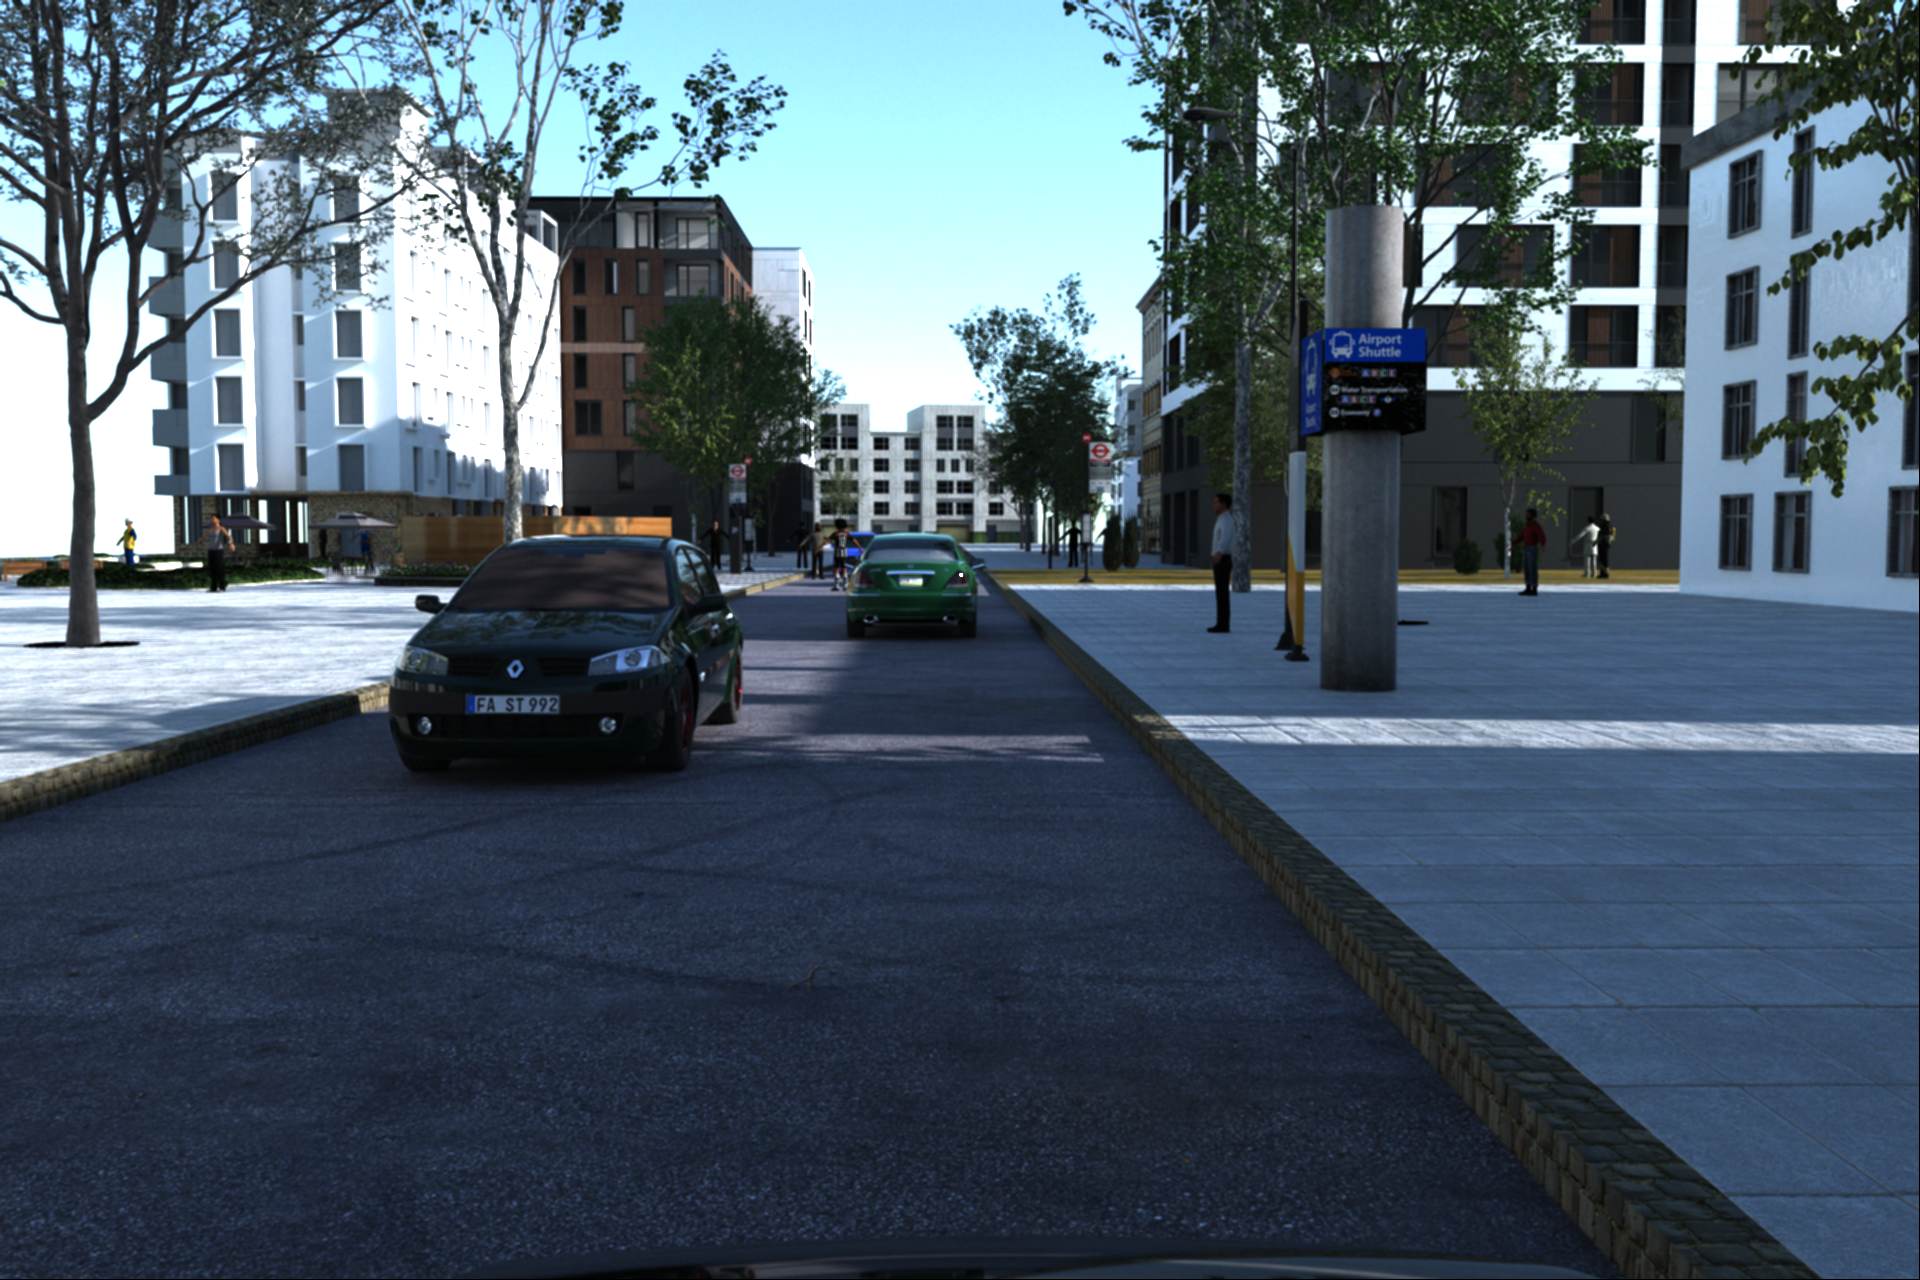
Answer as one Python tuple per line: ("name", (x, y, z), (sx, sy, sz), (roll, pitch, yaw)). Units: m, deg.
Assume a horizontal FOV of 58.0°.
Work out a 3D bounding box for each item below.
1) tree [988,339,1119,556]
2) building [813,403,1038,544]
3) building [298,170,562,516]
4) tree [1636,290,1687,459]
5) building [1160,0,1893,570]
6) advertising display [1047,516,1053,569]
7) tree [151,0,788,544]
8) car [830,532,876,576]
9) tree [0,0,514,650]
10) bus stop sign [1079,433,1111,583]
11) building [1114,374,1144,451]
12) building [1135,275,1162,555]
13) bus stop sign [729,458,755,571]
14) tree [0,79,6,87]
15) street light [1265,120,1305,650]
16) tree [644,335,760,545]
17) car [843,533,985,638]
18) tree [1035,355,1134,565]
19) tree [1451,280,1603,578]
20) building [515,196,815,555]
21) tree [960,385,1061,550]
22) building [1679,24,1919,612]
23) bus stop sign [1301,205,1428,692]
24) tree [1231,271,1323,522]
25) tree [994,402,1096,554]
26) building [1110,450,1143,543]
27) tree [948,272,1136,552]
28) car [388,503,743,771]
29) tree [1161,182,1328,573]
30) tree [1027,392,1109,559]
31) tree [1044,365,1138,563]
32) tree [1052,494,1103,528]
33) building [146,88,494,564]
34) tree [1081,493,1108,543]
("tree", (5.537, -11.223, 101.618), (7.486, 12.596, 7.792), (0, 3, 0))
("building", (-6.262, -22.810, 241.856), (31.486, 18.905, 16.747), (-1, 4, -10))
("building", (-28.981, -14.377, 91.482), (16.016, 20.090, 11.380), (0, 4, 0))
("tree", (22.497, -6.279, 53.026), (4.360, 8.622, 3.978), (0, 3, 0))
("building", (22.687, -14.305, 77.861), (27.936, 21.610, 32.646), (0, 4, -1))
("advertising display", (3.307, -3.573, 63.638), (0.123, 1.923, 0.974), (0, 4, -2))
("tree", (-9.861, -11.023, 36.118), (12.611, 20.169, 13.585), (0, 3, 0))
("car", (-3.451, -3.050, 59.457), (1.945, 1.707, 3.694), (0, 4, -1))
("tree", (-9.883, -6.672, 19.449), (12.009, 13.543, 11.850), (0, 3, 0))
("bus stop sign", (3.580, -3.501, 45.938), (0.855, 3.939, 0.416), (0, 4, 0))
("building", (23.436, -21.324, 205.070), (16.016, 20.090, 11.380), (0, 4, 0))
("building", (21.343, -16.822, 105.968), (19.493, 23.208, 18.063), (0, 3, 0))
("bus stop sign", (-7.606, -4.387, 60.427), (0.855, 3.939, 0.416), (0, 4, 1))
("tree", (-9.348, -5.538, 8.671), (7.486, 12.596, 7.792), (0, 3, 0))
("street light", (4.203, -2.845, 19.054), (1.470, 5.913, 1.316), (0, 4, -1))
("tree", (-9.810, -7.023, 65.195), (4.737, 8.622, 4.395), (0, 3, 0))
("car", (-0.680, -0.833, 25.420), (2.131, 1.459, 4.920), (0, 4, -1))
("tree", (5.481, -7.376, 70.960), (4.360, 8.622, 3.978), (0, 3, 0))
("tree", (15.971, -6.091, 49.954), (4.737, 8.622, 4.395), (0, 3, 0))
("building", (-25.224, -16.966, 121.374), (27.936, 21.610, 32.646), (0, 4, -1))
("tree", (5.008, -14.196, 142.473), (12.009, 13.543, 11.850), (0, 3, 0))
("building", (20.182, -4.971, 23.428), (9.099, 9.664, 28.070), (0, 4, -1))
("bus stop sign", (3.297, -1.542, 14.233), (0.837, 3.901, 0.837), (0, 4, 0))
("tree", (9.269, -6.027, 48.904), (4.360, 8.622, 3.978), (0, 3, 0))
("tree", (5.672, -10.805, 111.070), (7.601, 10.594, 8.767), (-2, 4, -32))
("building", (20.816, -14.178, 173.963), (9.099, 9.664, 28.070), (0, 4, 0))
("tree", (5.885, -16.501, 125.674), (12.611, 20.169, 13.585), (0, 3, 0))
("car", (-2.511, -0.118, 11.719), (2.009, 1.686, 4.222), (0, 4, 0))
("tree", (10.366, -8.476, 56.712), (7.486, 12.596, 7.792), (0, 3, 0))
("tree", (5.146, -8.488, 89.144), (4.360, 8.622, 3.978), (0, 3, 0))
("tree", (5.128, -7.703, 76.301), (4.360, 8.622, 3.978), (0, 3, 0))
("tree", (16.331, -19.829, 242.336), (7.486, 12.596, 7.792), (0, 3, 0))
("building", (-28.599, -13.369, 75.004), (16.016, 20.090, 11.380), (0, 4, 0))
("tree", (18.061, -17.447, 235.619), (4.737, 8.622, 4.395), (0, 3, 0))
